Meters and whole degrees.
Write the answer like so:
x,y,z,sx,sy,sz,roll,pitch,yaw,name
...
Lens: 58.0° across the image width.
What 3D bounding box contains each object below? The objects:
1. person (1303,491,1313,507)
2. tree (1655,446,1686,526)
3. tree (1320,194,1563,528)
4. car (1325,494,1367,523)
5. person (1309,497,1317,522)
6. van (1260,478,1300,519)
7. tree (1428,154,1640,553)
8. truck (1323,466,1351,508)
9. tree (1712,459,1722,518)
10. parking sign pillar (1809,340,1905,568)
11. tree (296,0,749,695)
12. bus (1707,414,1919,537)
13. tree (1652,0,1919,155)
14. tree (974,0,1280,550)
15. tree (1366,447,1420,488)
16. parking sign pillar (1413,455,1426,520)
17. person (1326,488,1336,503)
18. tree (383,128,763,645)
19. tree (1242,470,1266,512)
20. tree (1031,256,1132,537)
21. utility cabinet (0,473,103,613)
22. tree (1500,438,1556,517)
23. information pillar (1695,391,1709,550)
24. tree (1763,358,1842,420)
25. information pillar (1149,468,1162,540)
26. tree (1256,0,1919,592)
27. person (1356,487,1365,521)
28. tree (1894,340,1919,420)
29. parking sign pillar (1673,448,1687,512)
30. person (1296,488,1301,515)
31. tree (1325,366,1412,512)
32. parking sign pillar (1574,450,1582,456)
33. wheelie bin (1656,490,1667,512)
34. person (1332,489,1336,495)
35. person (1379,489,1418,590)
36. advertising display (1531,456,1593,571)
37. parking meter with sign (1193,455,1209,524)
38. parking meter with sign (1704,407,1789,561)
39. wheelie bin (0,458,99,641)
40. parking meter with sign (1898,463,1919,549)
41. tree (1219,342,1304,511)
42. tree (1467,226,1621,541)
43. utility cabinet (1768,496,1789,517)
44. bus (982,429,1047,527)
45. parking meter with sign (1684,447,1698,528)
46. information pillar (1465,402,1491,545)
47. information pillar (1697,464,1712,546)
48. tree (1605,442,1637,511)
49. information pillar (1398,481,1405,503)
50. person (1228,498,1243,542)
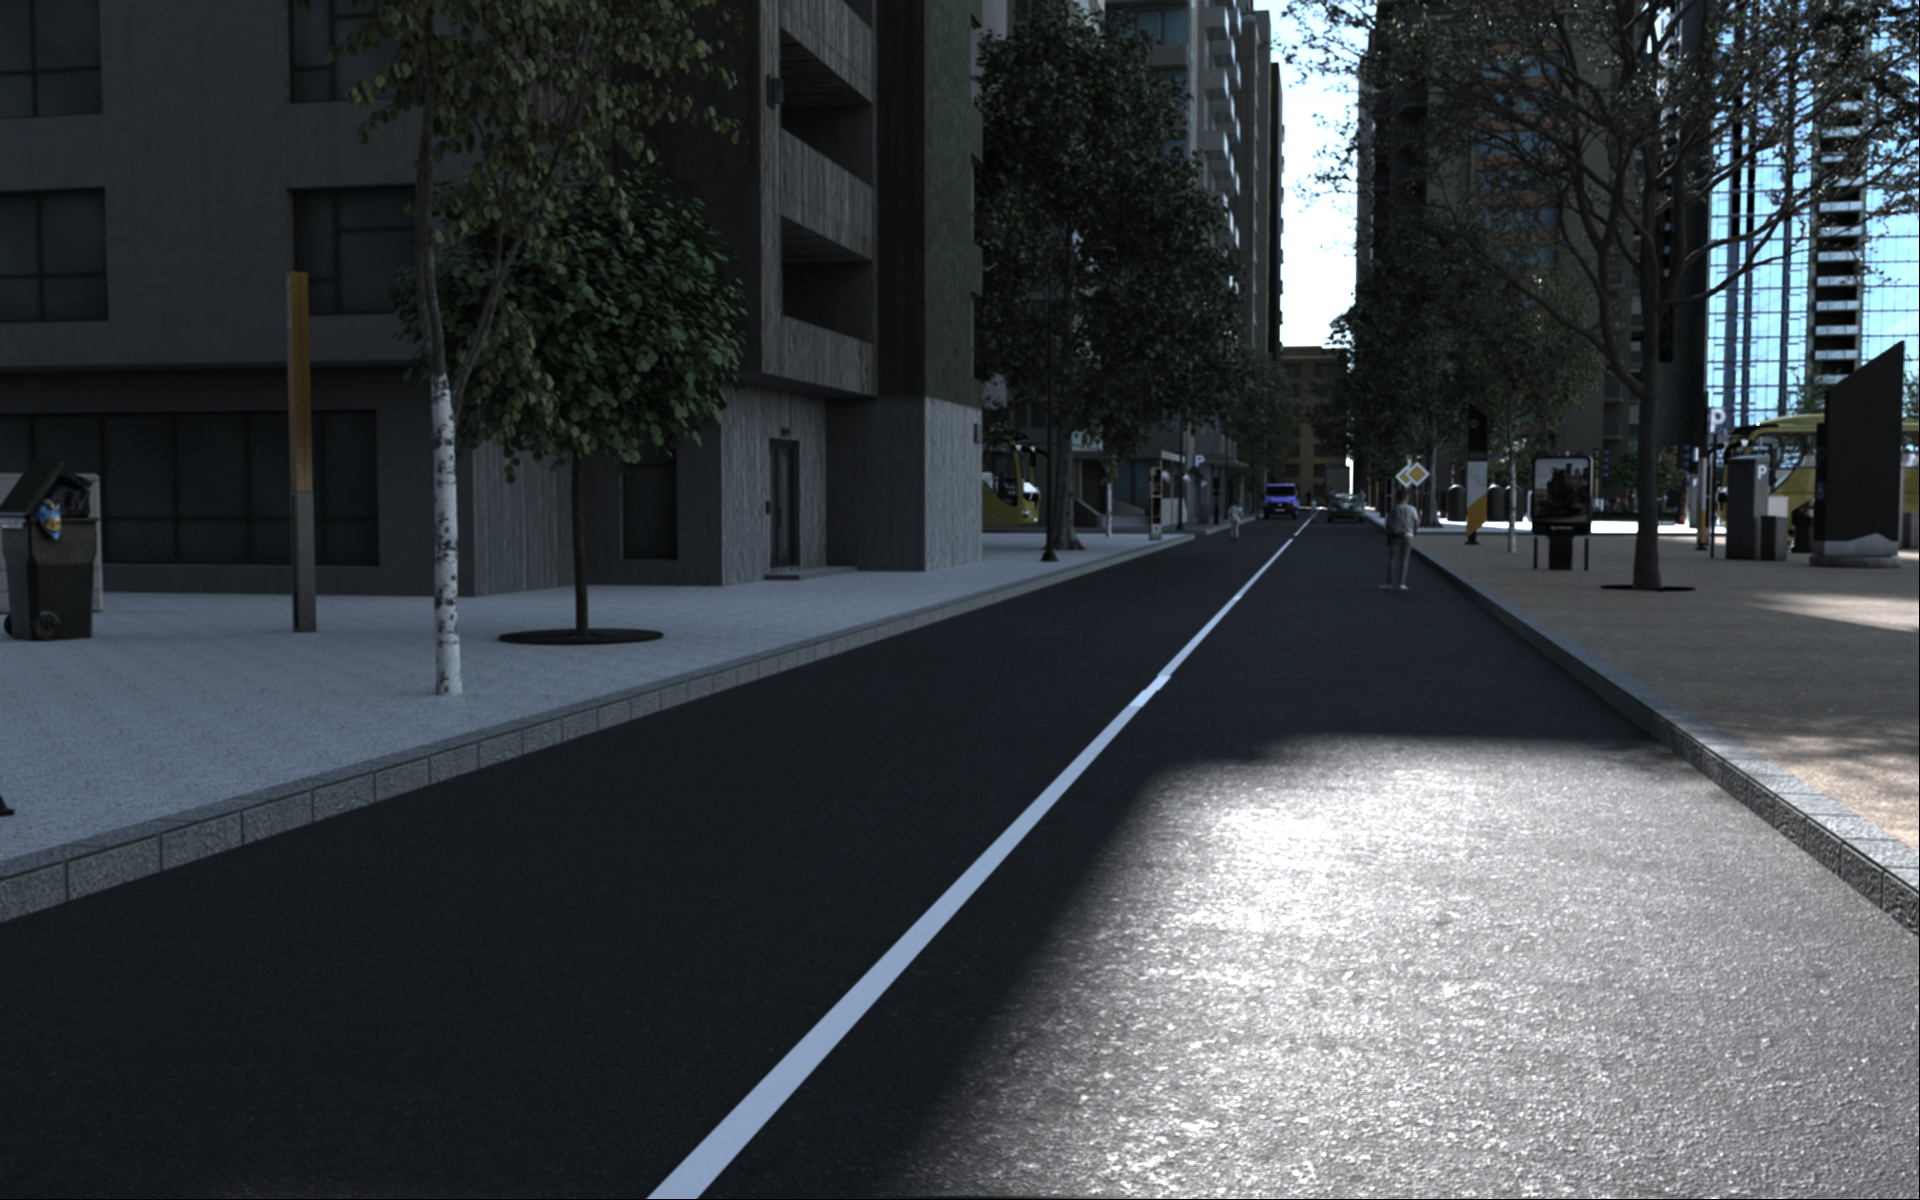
x,y,z,sx,sy,sz,roll,pitch,yaw,name
39.889,-11.589,198.121,1.348,1.807,0.705,0,4,-1,person
28.602,-4.624,70.199,1.663,3.219,1.824,0,3,0,tree
18.082,-9.130,66.288,9.611,12.733,9.660,0,3,0,tree
19.543,-4.644,87.734,2.131,1.459,4.920,1,4,12,car
17.903,-4.592,87.862,0.394,1.301,0.425,3,4,37,person
18.621,-5.881,100.530,2.240,2.365,5.245,1,4,11,van
12.274,-5.332,37.545,4.360,8.622,3.978,0,3,0,tree
38.703,-11.556,177.850,2.839,4.237,11.283,1,4,12,truck
41.365,-6.118,94.639,1.663,3.219,1.824,0,3,0,tree
15.846,-2.574,30.554,1.447,3.967,1.447,0,4,1,parking sign pillar
-3.044,-3.701,10.878,4.737,8.622,4.395,0,3,0,tree
29.581,-3.754,52.927,12.252,3.916,2.896,1,4,12,bus
5.193,-4.451,7.179,8.767,10.594,7.601,3,5,43,tree
2.507,-7.501,39.645,9.611,12.733,9.660,0,3,0,tree
25.172,-7.077,99.429,4.285,4.588,4.351,0,3,0,tree
23.544,-6.079,87.869,1.447,3.967,1.447,-3,5,-43,parking sign pillar
21.331,-5.555,99.513,0.473,1.802,0.592,0,4,-3,person
-3.390,-1.936,15.366,4.285,4.588,4.351,0,3,0,tree
21.173,-7.945,124.508,1.663,3.219,1.824,0,3,0,tree
4.226,-6.188,51.542,4.737,8.622,4.395,0,3,0,tree
-9.924,-0.611,18.671,1.173,1.500,0.318,-1,4,-19,utility cabinet
31.658,-6.897,96.483,4.285,4.588,4.351,0,3,0,tree
16.966,-2.949,39.574,0.183,3.616,0.504,1,4,9,information pillar
46.083,-8.821,94.584,4.737,8.622,4.395,0,3,0,tree
5.422,-2.663,48.037,0.304,2.012,0.304,0,4,-7,information pillar
9.051,-6.875,22.782,12.009,13.543,11.850,0,3,0,tree
21.450,-5.146,92.811,0.511,1.800,0.466,3,4,36,person
45.360,-8.070,82.314,4.737,8.622,4.395,0,3,0,tree
42.203,-6.911,101.464,1.447,3.967,1.447,1,4,10,parking sign pillar
22.824,-6.642,117.187,0.616,1.811,0.778,0,4,-7,person
29.897,-12.088,123.394,9.928,11.665,9.643,0,3,0,tree
37.604,-7.235,106.762,1.447,3.967,1.447,0,4,-6,parking sign pillar
34.663,-4.780,86.059,0.980,1.594,0.693,3,4,36,wheelie bin
28.259,-7.463,130.765,0.600,1.795,0.529,0,4,-2,person
6.575,-0.909,25.961,0.503,1.515,0.523,-1,4,-16,person
10.171,-1.472,29.283,0.974,1.923,0.123,3,4,35,advertising display
10.597,-4.862,75.757,0.543,3.016,1.738,0,4,-1,parking meter with sign
15.442,-2.306,33.957,0.543,3.016,1.738,-1,4,-23,parking meter with sign
-8.104,-0.459,15.419,0.980,1.594,0.693,3,5,40,wheelie bin
21.477,-2.680,40.078,1.738,3.016,0.543,-1,4,-22,parking meter with sign
22.108,-12.943,129.750,7.486,12.596,7.792,0,3,0,tree
16.237,-5.956,47.744,4.737,8.622,4.395,0,3,0,tree
21.577,-2.136,46.080,1.020,1.237,0.306,-2,4,-30,utility cabinet
-3.124,-4.214,60.442,12.252,3.916,2.896,1,4,13,bus
27.501,-4.193,64.819,0.543,3.016,1.738,1,4,11,parking meter with sign
13.100,-3.215,43.918,0.504,3.616,0.183,1,4,19,information pillar
18.558,-2.366,43.172,0.304,2.012,0.304,2,4,26,information pillar
42.717,-7.719,109.921,4.285,4.588,4.351,0,3,0,tree
22.071,-5.017,86.516,0.304,2.012,0.304,0,4,-3,information pillar
8.234,-2.392,51.883,0.425,1.301,0.394,0,4,-6,person
